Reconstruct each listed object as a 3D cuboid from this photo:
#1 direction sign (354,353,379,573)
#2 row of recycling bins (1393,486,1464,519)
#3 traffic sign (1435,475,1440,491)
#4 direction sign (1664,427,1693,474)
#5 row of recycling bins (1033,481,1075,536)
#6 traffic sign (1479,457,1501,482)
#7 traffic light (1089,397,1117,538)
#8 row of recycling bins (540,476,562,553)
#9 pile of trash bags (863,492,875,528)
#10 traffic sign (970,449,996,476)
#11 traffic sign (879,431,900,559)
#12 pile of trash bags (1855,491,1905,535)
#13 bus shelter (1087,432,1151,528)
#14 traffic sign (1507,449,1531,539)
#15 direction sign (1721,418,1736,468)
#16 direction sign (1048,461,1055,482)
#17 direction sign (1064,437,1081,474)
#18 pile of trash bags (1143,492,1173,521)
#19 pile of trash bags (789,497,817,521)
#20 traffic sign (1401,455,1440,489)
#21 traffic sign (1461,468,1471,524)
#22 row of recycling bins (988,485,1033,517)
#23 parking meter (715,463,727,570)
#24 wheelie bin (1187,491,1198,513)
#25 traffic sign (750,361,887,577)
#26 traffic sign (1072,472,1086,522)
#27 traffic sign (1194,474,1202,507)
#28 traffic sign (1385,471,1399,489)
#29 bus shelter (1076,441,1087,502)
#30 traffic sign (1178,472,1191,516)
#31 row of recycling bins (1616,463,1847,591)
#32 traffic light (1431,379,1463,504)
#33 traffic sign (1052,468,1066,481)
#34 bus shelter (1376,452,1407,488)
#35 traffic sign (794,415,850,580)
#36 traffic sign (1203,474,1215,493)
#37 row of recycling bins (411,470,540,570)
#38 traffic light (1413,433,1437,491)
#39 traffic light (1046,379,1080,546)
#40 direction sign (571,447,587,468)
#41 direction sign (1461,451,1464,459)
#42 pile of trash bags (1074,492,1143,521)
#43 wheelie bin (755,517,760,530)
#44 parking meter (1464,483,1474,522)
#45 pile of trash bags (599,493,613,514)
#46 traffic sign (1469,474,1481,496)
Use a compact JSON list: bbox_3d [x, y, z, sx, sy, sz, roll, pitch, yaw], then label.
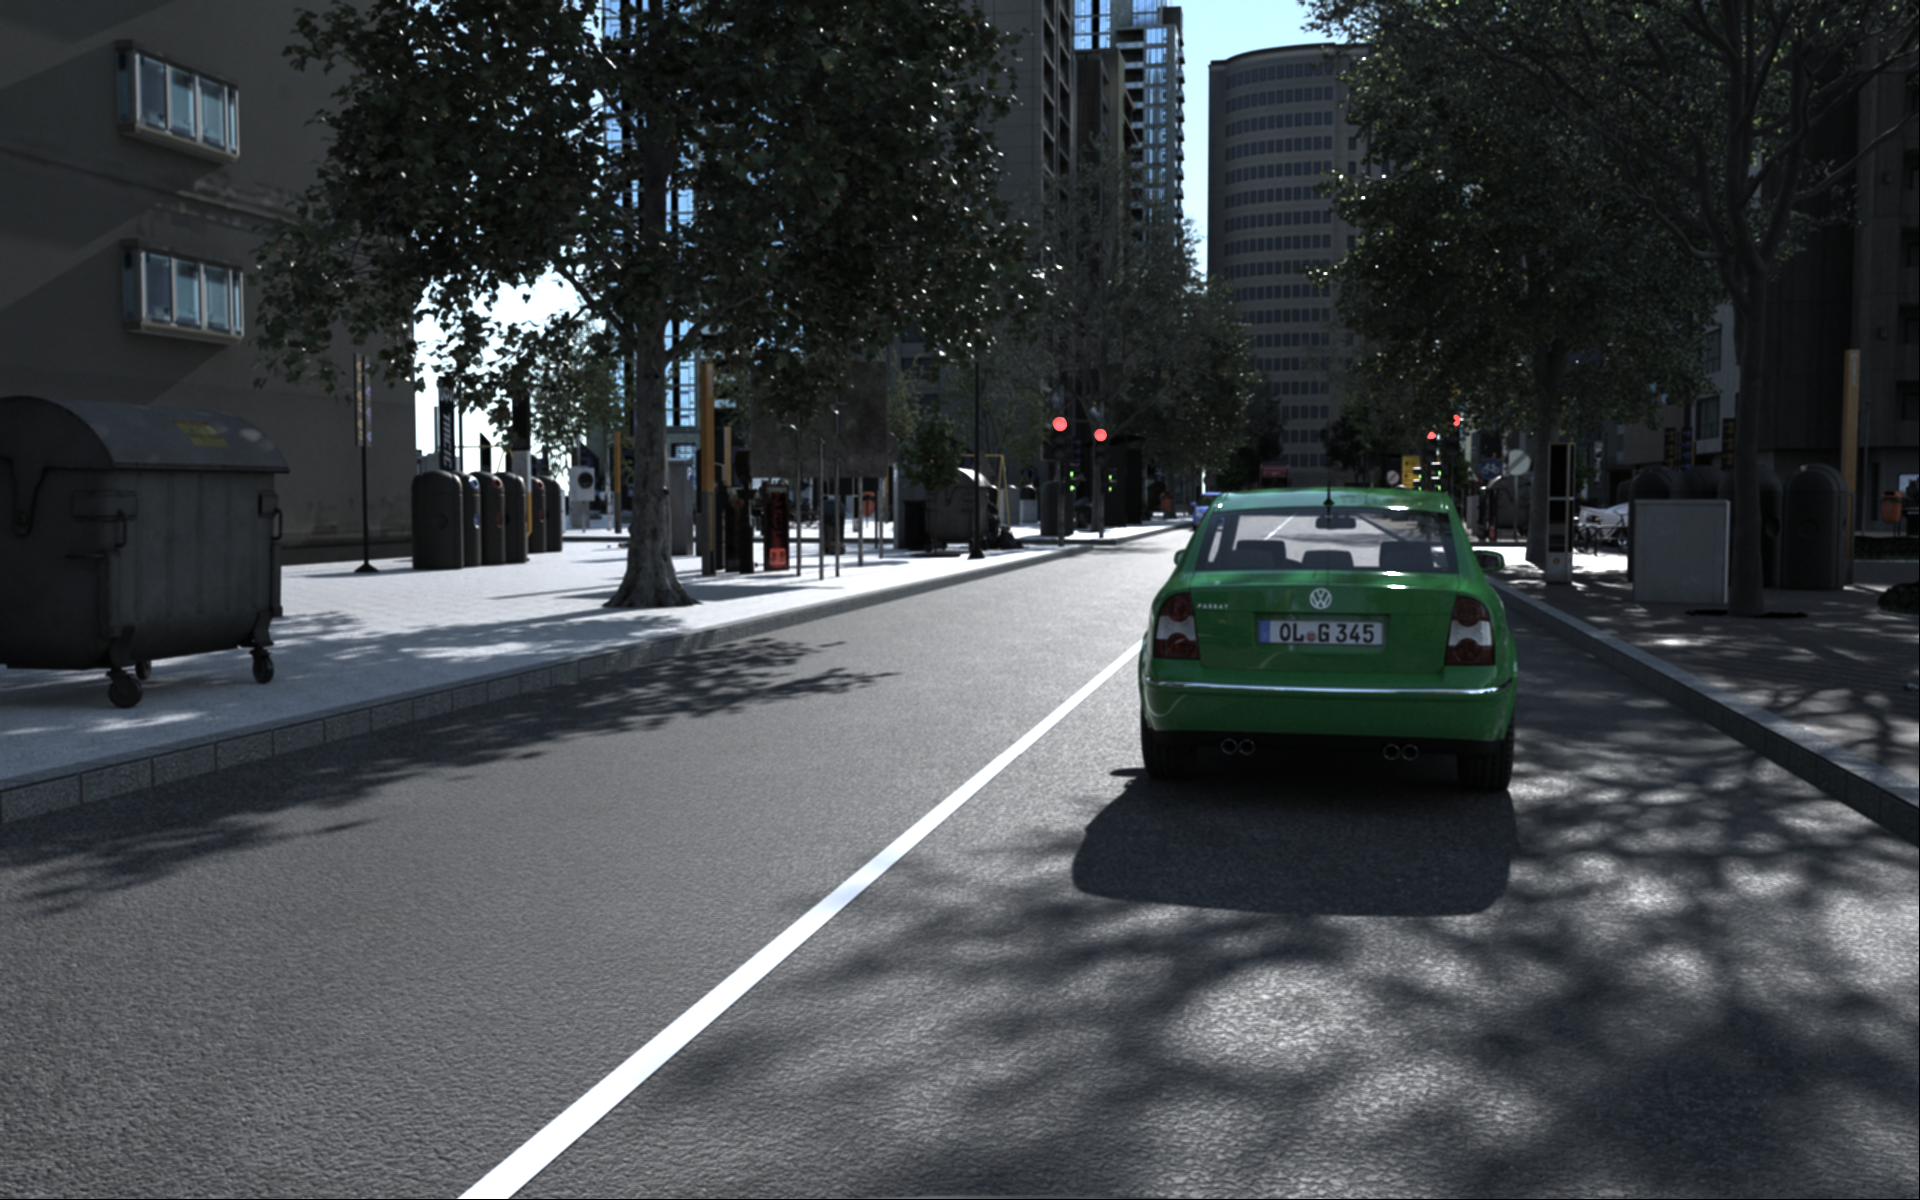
[{"bbox_3d":[-9.753,-2.224,28.356,0.379,3.537,0.876,0,4,-4],"label":"direction sign"},{"bbox_3d":[22.687,-4.702,83.991,3.534,1.692,1.069,0,4,-6],"label":"row of recycling bins"},{"bbox_3d":[22.341,-4.851,81.442,0.606,2.300,0.079,1,4,14],"label":"traffic sign"},{"bbox_3d":[24.408,-4.094,58.933,0.876,3.537,0.379,2,4,31],"label":"direction sign"},{"bbox_3d":[3.031,-2.879,54.191,1.069,1.692,3.534,0,4,6],"label":"row of recycling bins"},{"bbox_3d":[18.429,-3.675,60.195,0.768,2.556,0.104,1,4,21],"label":"traffic sign"},{"bbox_3d":[4.126,-3.749,50.218,0.839,4.253,0.868,1,4,12],"label":"traffic light"},{"bbox_3d":[-9.510,-1.842,37.223,1.069,1.692,3.534,0,4,7],"label":"row of recycling bins"},{"bbox_3d":[-2.078,-3.396,65.284,3.447,1.369,1.912,0,4,6],"label":"pile of trash bags"},{"bbox_3d":[0.606,-3.073,50.242,0.884,2.594,0.081,1,4,13],"label":"traffic sign"},{"bbox_3d":[-1.569,-2.095,34.354,0.768,2.556,0.104,1,4,20],"label":"traffic sign"},{"bbox_3d":[25.635,-2.485,50.386,1.912,1.369,3.447,-3,4,-39],"label":"pile of trash bags"},{"bbox_3d":[6.467,-4.765,69.186,1.731,3.624,6.357,1,4,12],"label":"bus shelter"},{"bbox_3d":[15.725,-2.990,48.987,0.768,2.556,0.104,1,4,18],"label":"traffic sign"},{"bbox_3d":[23.156,-3.646,51.603,0.876,3.537,0.379,2,4,30],"label":"direction sign"},{"bbox_3d":[6.392,-7.866,120.602,0.379,3.537,0.876,2,4,34],"label":"direction sign"},{"bbox_3d":[4.388,-4.698,68.811,0.876,3.537,0.379,1,4,18],"label":"direction sign"},{"bbox_3d":[8.665,-4.540,83.977,3.447,1.369,1.912,-1,4,-15],"label":"pile of trash bags"},{"bbox_3d":[-8.508,-4.476,82.942,3.447,1.369,1.912,0,4,2],"label":"pile of trash bags"},{"bbox_3d":[24.183,-5.902,90.373,2.265,3.308,0.079,1,4,19],"label":"traffic sign"},{"bbox_3d":[17.157,-3.545,59.145,0.795,2.450,0.064,1,4,17],"label":"traffic sign"},{"bbox_3d":[2.768,-4.625,82.734,3.534,1.692,1.069,1,4,18],"label":"row of recycling bins"},{"bbox_3d":[-4.162,-1.447,29.365,0.399,1.863,0.255,0,4,4],"label":"parking meter"},{"bbox_3d":[16.078,-6.846,119.841,0.693,1.594,0.980,0,4,-5],"label":"wheelie bin"},{"bbox_3d":[-2.213,-2.020,26.903,2.265,3.308,0.079,1,4,16],"label":"traffic sign"},{"bbox_3d":[4.708,-4.313,70.528,0.884,2.594,0.081,1,4,21],"label":"traffic sign"},{"bbox_3d":[15.262,-6.857,112.221,0.768,2.556,0.104,1,4,14],"label":"traffic sign"},{"bbox_3d":[23.356,-5.721,93.641,0.768,2.556,0.104,1,4,19],"label":"traffic sign"},{"bbox_3d":[6.318,-5.165,75.735,1.731,3.624,6.357,1,4,12],"label":"bus shelter"},{"bbox_3d":[12.897,-6.079,99.492,0.768,2.556,0.104,1,4,21],"label":"traffic sign"},{"bbox_3d":[10.900,-1.065,24.518,1.069,1.692,3.534,-2,4,-24],"label":"row of recycling bins"},{"bbox_3d":[11.479,-3.158,40.561,0.839,4.253,0.868,1,4,12],"label":"traffic light"},{"bbox_3d":[4.177,-4.307,70.421,0.884,2.594,0.081,1,4,18],"label":"traffic sign"},{"bbox_3d":[24.792,-6.601,99.204,1.731,3.624,6.357,1,4,12],"label":"bus shelter"},{"bbox_3d":[-2.068,-1.577,25.789,0.884,2.594,0.081,1,4,18],"label":"traffic sign"},{"bbox_3d":[15.994,-6.801,111.302,0.768,2.556,0.104,1,4,14],"label":"traffic sign"},{"bbox_3d":[-8.771,-1.458,30.949,1.069,1.692,3.534,1,4,9],"label":"row of recycling bins"},{"bbox_3d":[13.101,-3.637,48.381,0.839,4.253,0.868,1,4,12],"label":"traffic light"},{"bbox_3d":[2.505,-3.271,42.399,0.839,4.253,0.868,1,4,12],"label":"traffic light"},{"bbox_3d":[-18.326,-5.586,83.330,0.876,3.537,0.379,2,4,24],"label":"direction sign"},{"bbox_3d":[26.506,-6.137,92.334,0.379,3.537,0.876,-2,4,-31],"label":"direction sign"},{"bbox_3d":[6.514,-4.343,80.760,3.447,1.369,1.912,1,4,19],"label":"pile of trash bags"},{"bbox_3d":[-6.874,-3.264,61.279,0.980,1.594,0.693,1,4,14],"label":"wheelie bin"},{"bbox_3d":[23.681,-4.579,80.572,0.399,1.863,0.255,0,4,-7],"label":"parking meter"},{"bbox_3d":[-23.045,-6.165,110.544,1.912,1.369,3.447,1,4,14],"label":"pile of trash bags"},{"bbox_3d":[22.630,-4.700,76.849,0.884,2.594,0.081,1,4,13],"label":"traffic sign"}]
